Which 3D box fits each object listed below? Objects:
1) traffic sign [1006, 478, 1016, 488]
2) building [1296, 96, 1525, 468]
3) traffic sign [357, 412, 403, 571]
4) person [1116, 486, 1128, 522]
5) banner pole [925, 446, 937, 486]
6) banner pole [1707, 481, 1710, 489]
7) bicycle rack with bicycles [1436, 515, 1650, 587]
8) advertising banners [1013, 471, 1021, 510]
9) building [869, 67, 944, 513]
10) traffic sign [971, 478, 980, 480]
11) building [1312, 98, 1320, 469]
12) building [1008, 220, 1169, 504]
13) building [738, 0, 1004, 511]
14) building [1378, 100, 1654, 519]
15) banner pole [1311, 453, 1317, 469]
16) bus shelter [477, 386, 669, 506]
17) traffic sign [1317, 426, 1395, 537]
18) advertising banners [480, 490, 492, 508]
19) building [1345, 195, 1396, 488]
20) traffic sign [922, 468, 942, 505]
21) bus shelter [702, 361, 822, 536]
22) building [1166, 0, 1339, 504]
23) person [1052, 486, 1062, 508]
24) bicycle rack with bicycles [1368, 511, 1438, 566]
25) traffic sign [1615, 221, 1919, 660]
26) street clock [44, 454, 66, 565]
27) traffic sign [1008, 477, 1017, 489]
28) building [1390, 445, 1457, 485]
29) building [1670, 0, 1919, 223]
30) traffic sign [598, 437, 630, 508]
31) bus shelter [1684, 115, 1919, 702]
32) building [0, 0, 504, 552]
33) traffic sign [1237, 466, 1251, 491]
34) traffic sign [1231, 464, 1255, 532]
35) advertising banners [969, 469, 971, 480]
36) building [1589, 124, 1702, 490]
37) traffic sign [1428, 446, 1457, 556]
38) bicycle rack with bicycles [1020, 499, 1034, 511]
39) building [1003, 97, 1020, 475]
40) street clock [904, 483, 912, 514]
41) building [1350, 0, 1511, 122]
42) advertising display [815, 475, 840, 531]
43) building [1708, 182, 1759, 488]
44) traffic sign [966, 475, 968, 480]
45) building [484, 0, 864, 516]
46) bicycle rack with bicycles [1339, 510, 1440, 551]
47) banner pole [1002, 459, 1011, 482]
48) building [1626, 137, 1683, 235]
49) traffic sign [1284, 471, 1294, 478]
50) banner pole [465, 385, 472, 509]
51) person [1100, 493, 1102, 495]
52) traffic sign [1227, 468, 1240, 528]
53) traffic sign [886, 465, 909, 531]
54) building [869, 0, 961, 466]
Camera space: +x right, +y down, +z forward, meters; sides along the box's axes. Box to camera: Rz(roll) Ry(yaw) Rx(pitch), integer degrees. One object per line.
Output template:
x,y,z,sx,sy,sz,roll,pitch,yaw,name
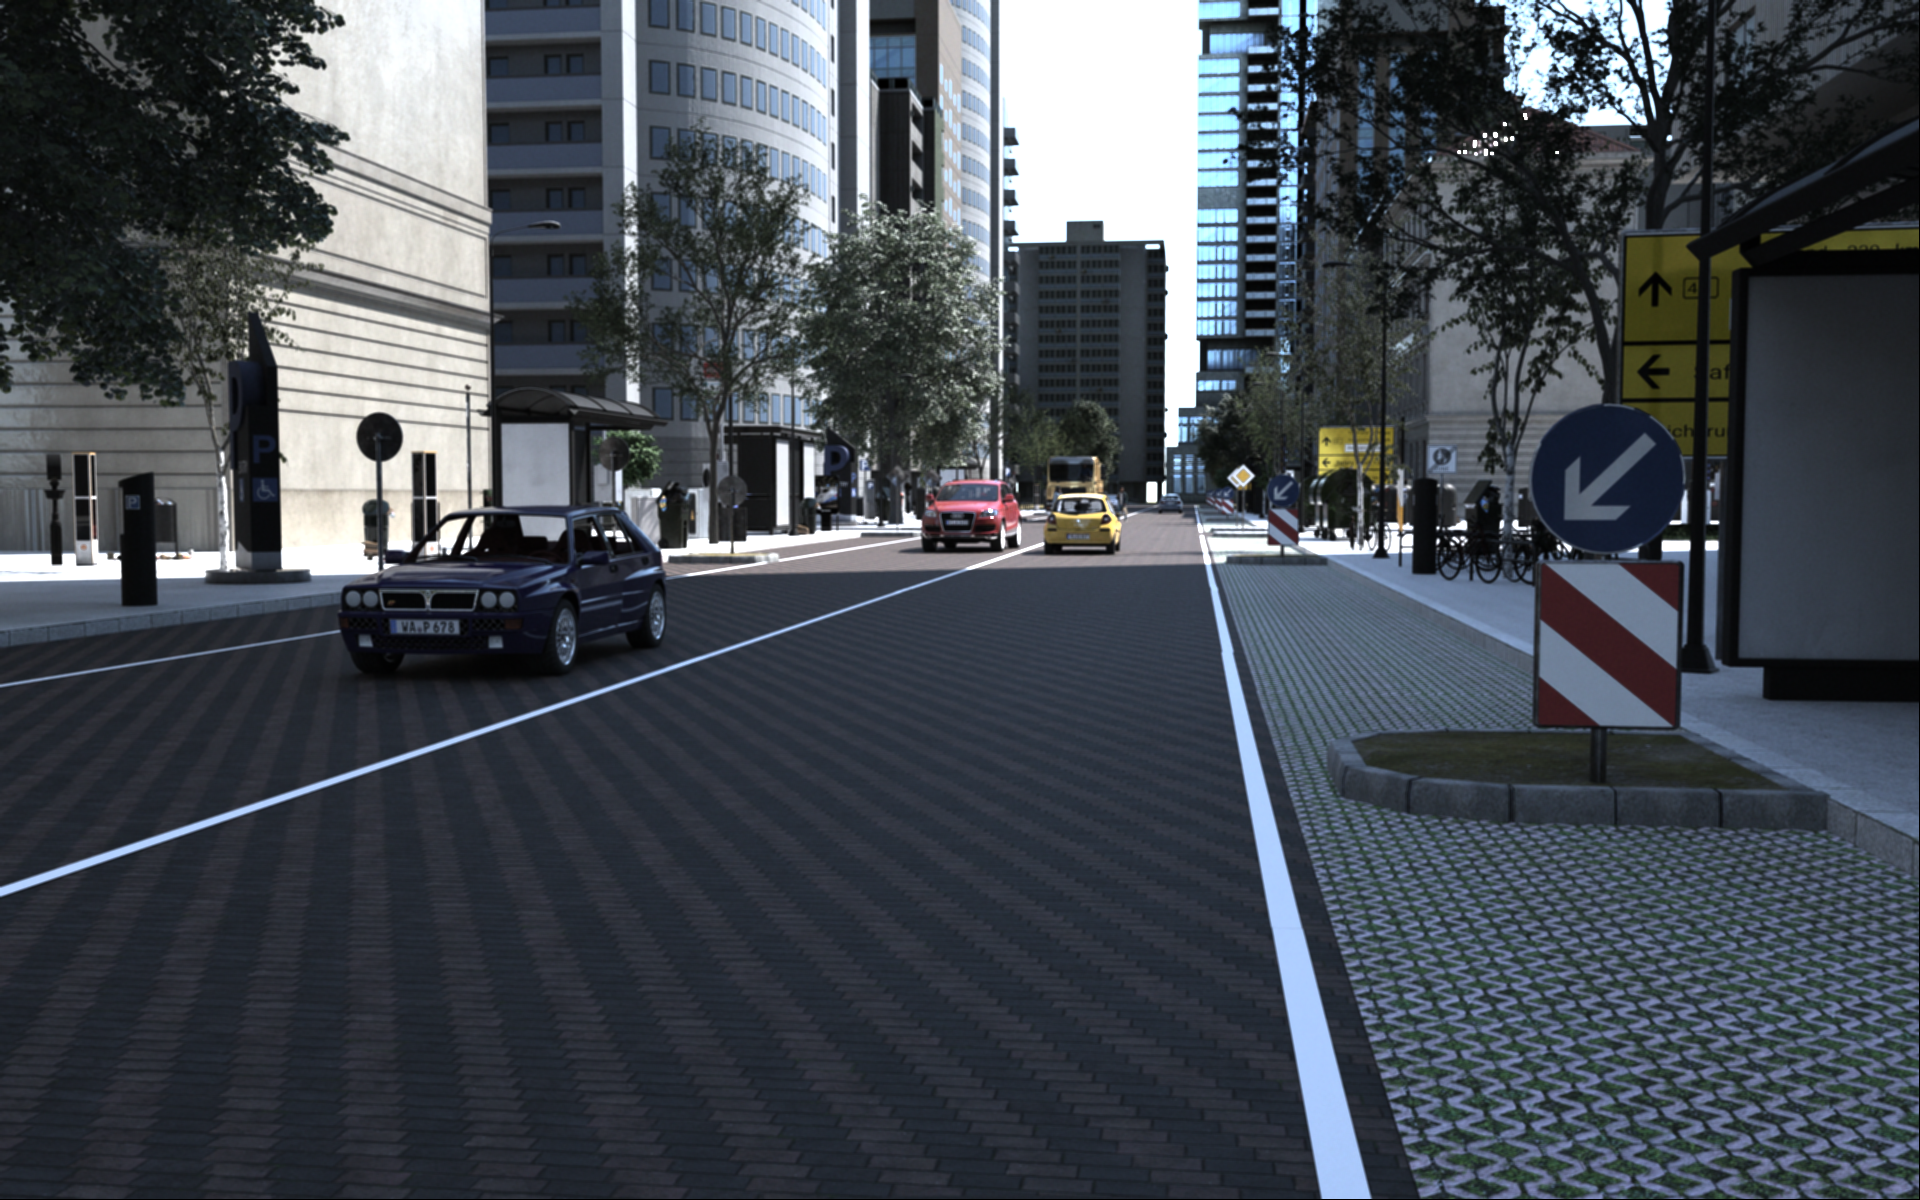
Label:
3.536,-7.302,120.570,0.795,2.450,0.064,1,4,10,traffic sign
48.610,-32.750,190.079,22.147,44.769,28.867,0,4,8,building
-9.067,-1.648,27.051,0.768,2.556,0.104,1,4,9,traffic sign
8.377,-4.937,89.199,0.794,1.824,0.713,3,5,45,person
-1.444,-6.086,89.530,0.863,3.779,0.401,-1,4,-10,banner pole
53.494,-8.195,124.006,0.863,3.779,0.401,-2,4,-28,banner pole
8.541,-0.701,24.839,2.852,0.926,2.925,-1,4,-11,bicycle rack with bicycles
4.384,-8.401,133.546,0.090,3.025,2.074,-1,4,-14,advertising banners
-9.019,-21.394,121.494,14.160,30.474,14.107,0,4,8,building
1.037,-6.812,113.500,0.606,2.300,0.079,0,4,8,traffic sign
42.015,-31.707,168.520,14.600,45.320,14.200,0,4,8,building
17.808,-34.054,248.655,23.993,40.220,32.217,0,4,8,building
-7.657,-38.538,172.090,21.231,58.520,28.212,0,4,8,building
30.456,-16.010,97.925,11.583,22.565,21.152,0,4,8,building
21.815,-7.120,106.426,0.863,3.779,0.401,3,5,40,banner pole
-7.742,-2.533,35.333,2.014,3.302,5.546,0,4,8,bus shelter
11.825,-3.542,51.786,2.265,3.308,0.079,1,4,11,traffic sign
-12.686,-3.270,49.653,2.074,3.025,0.090,-1,4,-17,advertising banners
35.728,-18.586,122.942,14.314,24.678,30.058,0,4,8,building
-1.082,-3.891,67.256,0.795,2.450,0.064,0,4,8,traffic sign
-6.338,-4.714,54.714,2.179,5.291,8.768,0,4,8,bus shelter
44.494,-56.679,239.378,31.000,86.520,22.319,0,4,8,building
4.194,-4.077,75.422,0.793,1.790,0.793,3,5,41,person
8.905,-1.000,29.736,2.925,0.926,2.852,0,4,-2,bicycle rack with bicycles
6.202,-1.185,13.255,2.265,3.308,0.079,1,4,12,traffic sign
-16.313,-1.630,31.227,0.358,2.002,0.471,-2,4,-28,street clock
3.773,-7.716,126.257,0.768,2.556,0.104,1,4,13,traffic sign
66.223,-28.241,233.444,14.107,30.474,14.160,0,4,8,building
28.444,-26.684,25.530,28.713,52.752,27.495,0,4,8,building
-7.667,-2.339,38.350,0.768,2.556,0.104,1,4,16,traffic sign
5.244,-0.872,8.186,2.014,3.302,5.546,0,4,7,bus shelter
-29.222,-13.050,46.659,30.059,22.955,16.112,0,4,8,building
20.895,-7.921,123.378,2.265,3.308,0.079,1,4,16,traffic sign
9.442,-3.311,57.770,0.795,2.450,0.064,0,4,8,traffic sign
0.576,-7.812,123.911,0.090,3.025,2.074,-1,4,-9,advertising banners
74.739,-31.234,194.265,14.086,41.232,14.154,0,4,8,building
10.018,-2.074,36.046,0.606,2.300,0.079,1,4,15,traffic sign
4.235,-7.100,129.472,2.852,0.926,2.925,1,4,23,bicycle rack with bicycles
-8.727,-35.519,200.347,30.456,49.044,23.786,0,4,8,building
-3.414,-6.688,113.917,0.471,2.002,0.358,-1,4,-19,street clock
40.081,-30.817,153.973,14.600,45.320,14.200,0,4,8,building
-4.613,-3.336,59.764,0.974,1.923,0.123,1,4,22,advertising display
91.615,-45.846,187.837,20.611,71.187,20.563,0,4,8,building
0.048,-6.022,98.568,0.768,2.556,0.104,1,4,15,traffic sign
-17.701,-33.607,91.478,21.231,58.520,28.212,0,4,8,building
9.938,-1.599,39.520,2.852,0.926,2.925,1,4,16,bicycle rack with bicycles
3.387,-8.218,124.384,0.863,3.779,0.401,-3,4,-36,banner pole
89.098,-37.645,235.098,30.456,49.044,23.786,0,4,8,building
13.995,-4.409,74.212,0.606,2.300,0.079,1,4,12,traffic sign
-11.192,-3.023,39.444,0.401,3.779,0.863,-1,4,-12,banner pole
17.847,-13.015,221.819,0.617,1.759,0.750,3,4,37,person
10.505,-3.795,65.685,0.795,2.450,0.064,0,4,8,traffic sign
-2.145,-3.407,59.342,0.795,2.450,0.064,0,4,8,traffic sign
-7.655,-30.605,150.495,14.600,45.320,14.200,0,4,8,building
